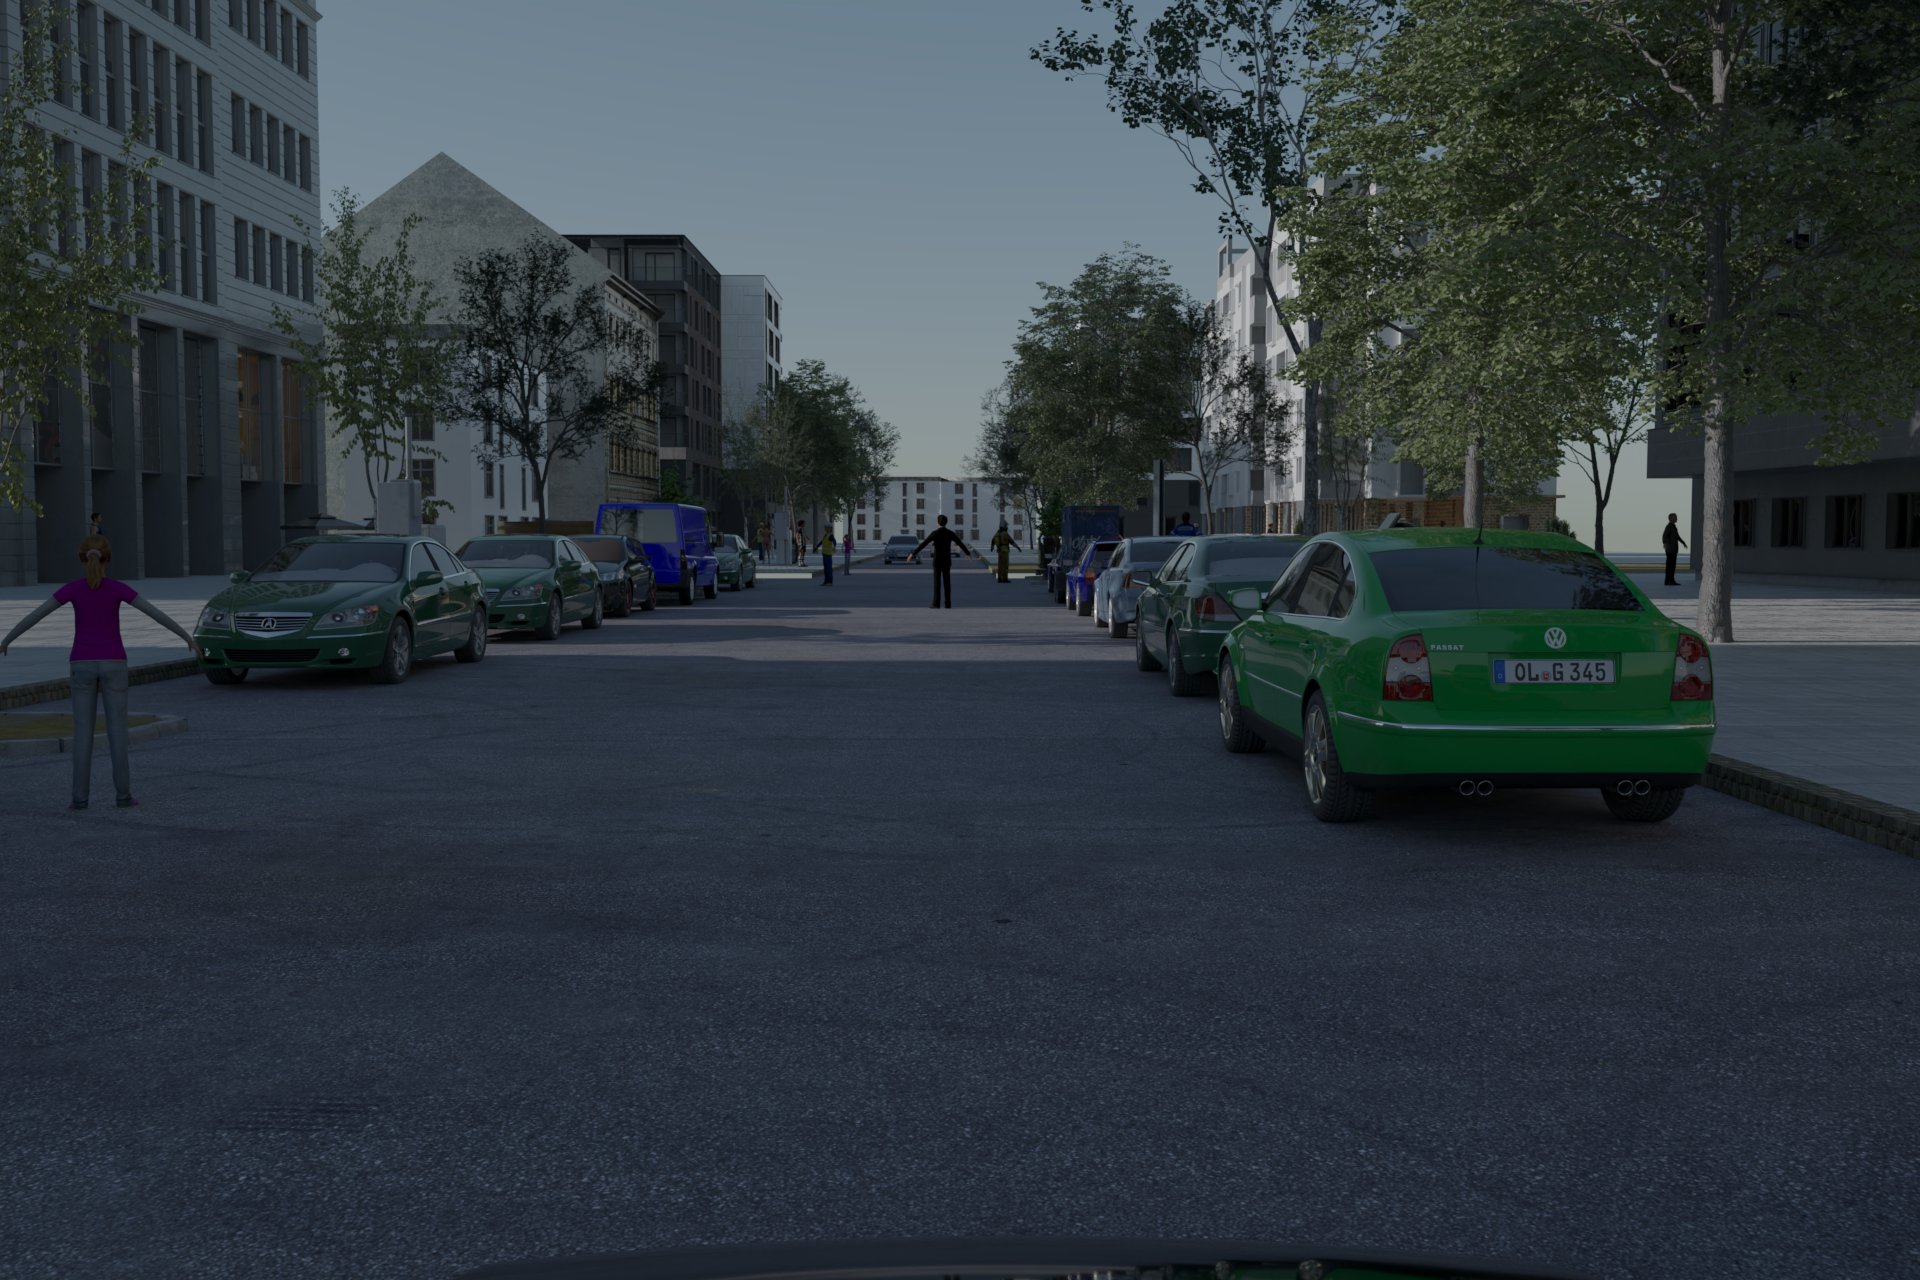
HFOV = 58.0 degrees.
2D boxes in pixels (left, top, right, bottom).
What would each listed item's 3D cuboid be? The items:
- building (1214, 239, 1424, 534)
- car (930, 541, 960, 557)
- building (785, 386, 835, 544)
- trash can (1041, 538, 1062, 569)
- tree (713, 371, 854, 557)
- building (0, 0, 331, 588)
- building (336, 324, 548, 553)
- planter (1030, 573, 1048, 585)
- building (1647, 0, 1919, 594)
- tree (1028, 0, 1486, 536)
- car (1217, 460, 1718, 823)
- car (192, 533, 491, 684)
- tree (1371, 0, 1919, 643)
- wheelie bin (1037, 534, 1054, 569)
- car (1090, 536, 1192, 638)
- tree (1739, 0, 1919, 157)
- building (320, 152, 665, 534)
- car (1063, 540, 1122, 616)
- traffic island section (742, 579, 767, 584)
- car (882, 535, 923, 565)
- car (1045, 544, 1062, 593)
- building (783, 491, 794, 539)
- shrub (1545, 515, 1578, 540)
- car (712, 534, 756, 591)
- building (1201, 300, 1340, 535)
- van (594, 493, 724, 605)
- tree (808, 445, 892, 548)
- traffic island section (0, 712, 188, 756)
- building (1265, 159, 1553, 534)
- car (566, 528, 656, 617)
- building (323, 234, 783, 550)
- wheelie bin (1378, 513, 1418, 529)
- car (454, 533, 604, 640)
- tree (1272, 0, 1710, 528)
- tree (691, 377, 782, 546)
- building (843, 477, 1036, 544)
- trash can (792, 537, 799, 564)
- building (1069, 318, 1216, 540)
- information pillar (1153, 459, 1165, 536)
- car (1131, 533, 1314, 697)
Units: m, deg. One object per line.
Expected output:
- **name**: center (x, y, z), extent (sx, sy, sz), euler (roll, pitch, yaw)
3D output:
- **building**: center (21.741, -15.638, 112.105), extent (16.016, 20.090, 11.380), euler (0, 4, 0)
- **car**: center (-0.915, -5.834, 107.746), extent (2.083, 1.381, 4.827), euler (0, 4, -1)
- **building**: center (-26.420, -24.253, 227.470), extent (19.493, 23.208, 18.063), euler (0, 4, -1)
- **trash can**: center (3.227, -3.004, 60.765), extent (0.748, 1.137, 0.748), euler (0, 3, 0)
- **tree**: center (-9.527, -10.064, 98.963), extent (7.601, 10.594, 8.767), euler (3, 5, 42)
- **building**: center (-28.328, -16.504, 47.334), extent (11.434, 29.767, 29.804), euler (0, 3, 0)
- **building**: center (-24.277, -8.636, 83.344), extent (9.099, 9.664, 28.070), euler (0, 4, -1)
- **planter**: center (3.016, -1.735, 49.506), extent (1.991, 0.319, 1.994), euler (0, 3, 0)
- **building**: center (25.744, -13.060, 32.603), extent (14.314, 24.678, 30.058), euler (0, 4, 0)
- **tree**: center (7.773, -11.586, 45.314), extent (12.611, 20.169, 13.585), euler (0, 3, 0)
- **car**: center (2.634, -0.073, 9.984), extent (1.959, 1.807, 4.718), euler (0, 4, -1)
- **car**: center (-6.265, -0.381, 18.024), extent (2.131, 1.459, 4.920), euler (0, 4, -1)
- **tree**: center (8.906, -6.273, 20.692), extent (7.486, 12.596, 7.792), euler (0, 3, 0)
- **wheelie bin**: center (3.200, -3.449, 64.293), extent (0.693, 1.594, 0.980), euler (0, 4, -1)
- **car**: center (2.929, -0.799, 25.068), extent (2.014, 1.417, 4.499), euler (0, 4, 0)
- **tree**: center (8.476, -4.676, 10.864), extent (7.601, 10.594, 8.767), euler (-2, 4, -32)
- **building**: center (-29.784, -17.015, 109.117), extent (19.493, 23.208, 18.063), euler (0, 4, 0)
- **car**: center (2.883, -1.159, 31.526), extent (1.945, 1.354, 3.894), euler (0, 4, 0)
- **traffic island section**: center (-6.681, -1.690, 50.496), extent (1.991, 0.108, 1.994), euler (0, 4, 0)
- **car**: center (-2.694, -4.346, 83.056), extent (2.014, 1.417, 4.499), euler (0, 3, 0)
- **car**: center (3.022, -1.755, 41.281), extent (1.945, 1.354, 3.894), euler (0, 4, 0)
- **building**: center (-30.051, -23.071, 208.146), extent (19.493, 23.208, 18.063), euler (0, 4, 0)
- **shrub**: center (23.051, -3.823, 66.920), extent (1.690, 2.028, 1.600), euler (0, 3, 0)
- **car**: center (-6.381, -2.019, 44.803), extent (2.131, 1.459, 4.920), euler (0, 4, 0)
- **building**: center (24.820, -17.374, 140.487), extent (16.016, 20.090, 11.380), euler (0, 4, 0)
- **van**: center (-6.318, -1.968, 36.553), extent (2.240, 2.365, 5.245), euler (0, 4, 0)
- **tree**: center (-9.969, -13.669, 157.898), extent (8.767, 10.594, 7.601), euler (-3, 4, -39)
- **traffic island section**: center (-6.628, 0.655, 12.150), extent (1.991, 0.108, 1.994), euler (0, 4, 0)
- **building**: center (21.667, -14.455, 92.756), extent (16.016, 20.090, 11.380), euler (0, 4, 0)
- **car**: center (-6.558, -1.298, 31.005), extent (2.009, 1.686, 4.222), euler (0, 4, 0)
- **building**: center (-29.320, -17.778, 134.643), extent (27.936, 21.610, 32.646), euler (0, 3, 0)
- **wheelie bin**: center (6.561, -1.121, 26.244), extent (0.693, 1.594, 0.980), euler (0, 4, 0)
- **car**: center (-6.359, -0.798, 24.840), extent (2.131, 1.459, 4.920), euler (0, 3, 0)
- **tree**: center (9.286, -6.902, 30.973), extent (7.486, 12.596, 7.792), euler (0, 3, 0)
- **tree**: center (-9.827, -7.978, 80.808), extent (4.360, 8.622, 3.978), euler (0, 3, 0)
- **building**: center (-2.785, -18.825, 252.398), extent (28.070, 9.664, 9.099), euler (0, 4, 2)
- **trash can**: center (-7.262, -3.836, 74.373), extent (0.748, 1.137, 0.748), euler (0, 3, 0)
- **building**: center (25.137, -20.553, 180.015), extent (27.936, 21.610, 32.646), euler (0, 4, 0)
- **information pillar**: center (6.345, -3.915, 55.333), extent (0.184, 3.620, 1.656), euler (0, 3, 0)
- **car**: center (2.773, -0.299, 16.692), extent (2.131, 1.459, 4.920), euler (0, 3, 0)
